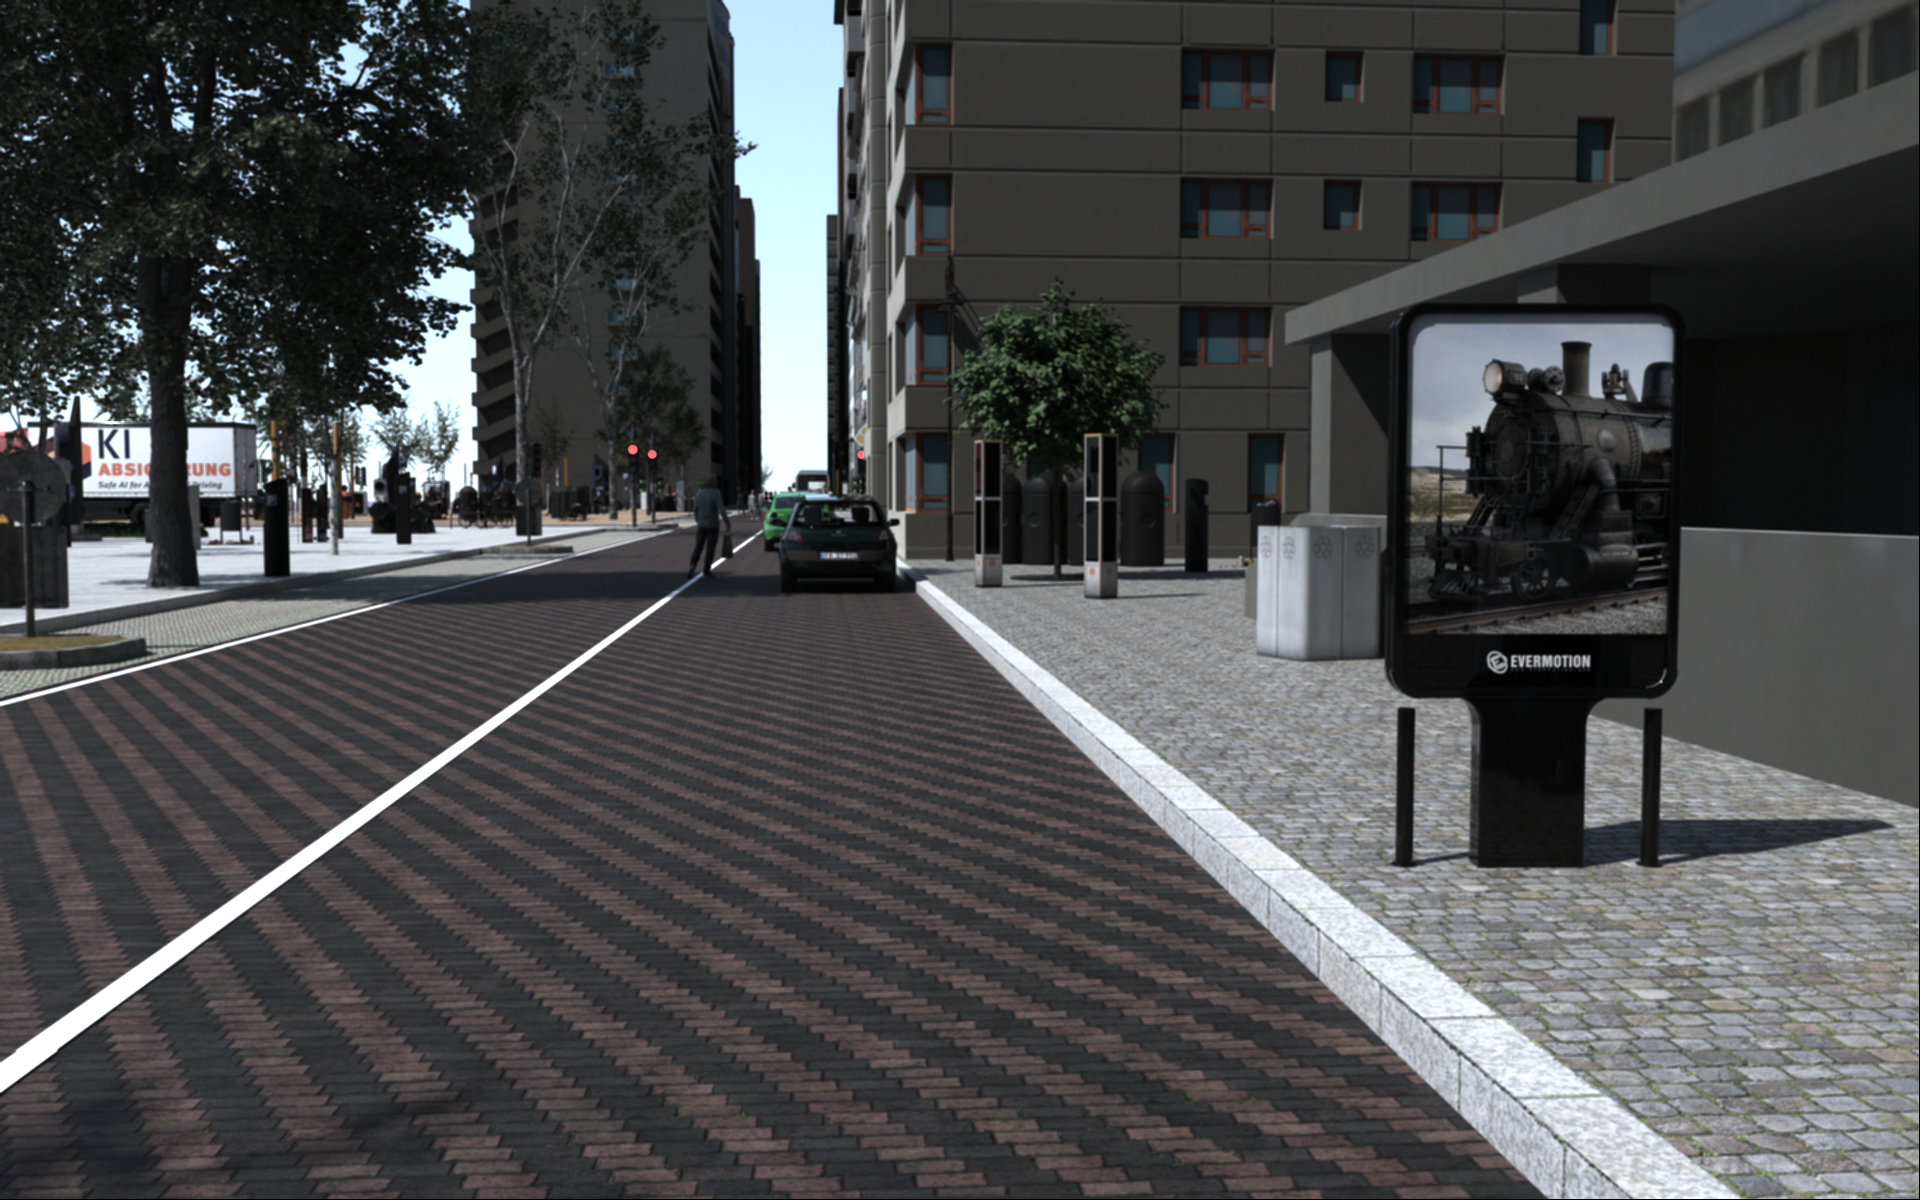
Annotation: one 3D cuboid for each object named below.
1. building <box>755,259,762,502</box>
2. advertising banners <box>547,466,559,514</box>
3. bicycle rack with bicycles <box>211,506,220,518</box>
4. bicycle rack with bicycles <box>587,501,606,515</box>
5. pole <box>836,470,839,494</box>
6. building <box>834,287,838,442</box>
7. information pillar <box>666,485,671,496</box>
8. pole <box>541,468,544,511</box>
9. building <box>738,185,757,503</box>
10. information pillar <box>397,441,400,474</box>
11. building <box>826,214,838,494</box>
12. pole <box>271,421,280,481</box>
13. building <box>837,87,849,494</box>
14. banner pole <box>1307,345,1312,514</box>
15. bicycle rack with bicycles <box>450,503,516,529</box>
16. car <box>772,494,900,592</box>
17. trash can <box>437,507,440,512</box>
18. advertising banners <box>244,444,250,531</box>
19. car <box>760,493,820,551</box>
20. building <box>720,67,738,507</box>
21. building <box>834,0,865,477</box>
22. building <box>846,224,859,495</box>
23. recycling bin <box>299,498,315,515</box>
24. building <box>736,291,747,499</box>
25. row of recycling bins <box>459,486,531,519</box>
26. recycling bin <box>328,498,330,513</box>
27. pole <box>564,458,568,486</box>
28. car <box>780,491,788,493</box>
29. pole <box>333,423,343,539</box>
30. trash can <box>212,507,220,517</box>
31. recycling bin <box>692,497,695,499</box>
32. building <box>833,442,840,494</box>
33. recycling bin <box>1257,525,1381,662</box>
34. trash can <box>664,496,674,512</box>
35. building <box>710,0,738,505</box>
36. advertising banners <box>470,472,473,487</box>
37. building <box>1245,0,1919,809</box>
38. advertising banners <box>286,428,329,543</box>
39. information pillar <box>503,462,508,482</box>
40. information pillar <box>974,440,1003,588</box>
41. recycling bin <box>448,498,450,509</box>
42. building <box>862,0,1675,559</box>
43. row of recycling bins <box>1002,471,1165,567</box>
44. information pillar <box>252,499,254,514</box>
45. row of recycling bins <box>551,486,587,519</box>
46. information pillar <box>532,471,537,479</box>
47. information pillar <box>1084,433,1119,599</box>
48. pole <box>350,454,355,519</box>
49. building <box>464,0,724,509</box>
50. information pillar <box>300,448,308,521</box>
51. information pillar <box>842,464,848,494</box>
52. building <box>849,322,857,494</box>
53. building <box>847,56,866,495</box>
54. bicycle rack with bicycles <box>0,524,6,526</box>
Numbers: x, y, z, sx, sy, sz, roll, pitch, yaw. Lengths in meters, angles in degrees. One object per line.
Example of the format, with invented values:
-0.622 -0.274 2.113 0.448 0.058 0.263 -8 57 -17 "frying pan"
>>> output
-40.890 -37.255 292.713 14.154 41.232 14.086 0 4 -5 "building"
-25.877 -6.977 110.254 0.090 3.025 2.074 -2 4 -33 "advertising banners"
-40.471 -4.871 93.030 2.925 0.926 2.852 -1 4 -16 "bicycle rack with bicycles"
-23.369 -5.707 106.691 2.852 0.926 2.925 -2 4 -31 "bicycle rack with bicycles"
-10.278 -9.273 145.459 0.158 3.312 0.155 0 3 0 "pole"
-10.541 -28.745 241.687 14.160 30.474 14.107 0 4 -5 "building"
-23.027 -8.095 136.848 0.304 2.012 0.304 3 5 42 "information pillar"
-32.295 -8.573 134.015 0.158 3.312 0.155 0 3 0 "pole"
-37.083 -36.933 253.959 14.600 45.320 14.200 0 4 -5 "building"
-24.553 -5.161 75.731 0.183 3.616 0.504 -1 4 -15 "information pillar"
-12.576 -34.967 255.308 14.154 41.232 14.086 0 4 -5 "building"
-19.042 -3.327 48.241 0.158 3.312 0.155 0 3 0 "pole"
-6.257 -32.906 188.126 14.600 45.320 14.200 0 4 -5 "building"
5.503 -2.248 26.768 0.401 3.779 0.863 -1 4 -12 "banner pole"
-17.835 -3.159 65.037 2.925 0.926 2.852 2 4 30 "bicycle rack with bicycles"
-1.906 -1.036 26.732 2.009 1.686 4.222 0 4 -5 "car"
-32.842 -5.913 108.339 0.748 1.137 0.748 0 3 0 "trash can"
-25.014 -3.946 60.709 0.090 3.025 2.074 -1 4 -19 "advertising banners"
-4.163 -2.194 44.667 1.959 1.807 4.718 0 4 -6 "car"
-30.931 -32.311 178.394 14.600 45.320 14.200 0 4 -5 "building"
2.415 -35.381 167.716 28.713 52.752 27.495 0 4 -5 "building"
-1.140 -17.138 122.003 13.314 21.916 24.055 0 4 -5 "building"
-40.791 -5.849 108.183 0.722 1.027 0.722 1 4 16 "recycling bin"
-36.895 -28.592 239.176 14.160 30.474 14.107 0 4 -5 "building"
-23.877 -5.007 88.970 3.534 1.692 1.069 -1 4 -20 "row of recycling bins"
-42.714 -6.394 117.092 0.722 1.027 0.722 -3 4 -38 "recycling bin"
-21.948 -6.283 96.564 0.158 3.312 0.155 0 3 0 "pole"
-24.120 -14.104 239.265 2.281 1.827 5.304 0 4 -5 "car"
-17.853 -3.418 49.725 0.158 3.312 0.155 0 3 0 "pole"
-41.284 -5.184 96.406 0.748 1.137 0.748 0 3 0 "trash can"
-21.366 -7.718 138.746 0.722 1.027 0.722 -1 4 -10 "recycling bin"
-4.138 -54.863 209.685 22.319 86.520 31.000 0 4 -5 "building"
2.820 -0.067 13.652 0.722 1.027 0.722 -1 4 -20 "recycling bin"
-20.925 -6.903 124.520 0.748 1.137 0.748 0 3 0 "trash can"
-36.921 -40.167 198.729 21.231 58.520 28.212 0 4 -5 "building"
-39.921 -8.821 140.410 0.090 3.025 2.074 -3 4 -39 "advertising banners"
19.608 -19.537 11.309 32.217 40.220 23.993 0 4 -5 "building"
-17.232 -3.028 45.703 0.090 3.025 2.074 1 4 8 "advertising banners"
-33.085 -8.248 126.206 0.504 3.616 0.183 3 5 43 "information pillar"
0.392 -1.180 23.779 0.304 2.012 0.304 -1 4 -20 "information pillar"
-43.090 -8.091 144.838 0.722 1.027 0.722 -2 4 -35 "recycling bin"
11.495 -12.464 48.831 27.650 21.520 28.899 0 4 -5 "building"
2.003 -1.482 31.337 3.534 1.692 1.069 2 4 24 "row of recycling bins"
-44.398 -6.394 109.028 0.304 2.012 0.304 -2 4 -31 "information pillar"
-20.438 -5.087 90.291 1.069 1.692 3.534 -2 4 -33 "row of recycling bins"
-36.197 -9.566 147.756 0.504 3.616 0.183 -1 4 -18 "information pillar"
1.729 -1.022 21.210 0.304 2.012 0.304 -3 4 -39 "information pillar"
-30.952 -5.771 88.201 0.158 3.312 0.155 0 3 0 "pole"
-33.231 -32.768 159.455 21.300 48.544 21.600 0 4 -5 "building"
-30.931 -5.523 81.659 0.183 3.616 0.504 1 4 12 "information pillar"
-9.084 -8.905 136.947 0.504 3.616 0.183 2 4 28 "information pillar"
-3.738 -17.589 142.324 10.420 20.320 16.860 0 4 -5 "building"
0.175 -18.352 97.326 12.463 27.353 25.104 0 4 -5 "building"
-17.695 -1.030 30.215 2.925 0.926 2.852 -1 4 -10 "bicycle rack with bicycles"
